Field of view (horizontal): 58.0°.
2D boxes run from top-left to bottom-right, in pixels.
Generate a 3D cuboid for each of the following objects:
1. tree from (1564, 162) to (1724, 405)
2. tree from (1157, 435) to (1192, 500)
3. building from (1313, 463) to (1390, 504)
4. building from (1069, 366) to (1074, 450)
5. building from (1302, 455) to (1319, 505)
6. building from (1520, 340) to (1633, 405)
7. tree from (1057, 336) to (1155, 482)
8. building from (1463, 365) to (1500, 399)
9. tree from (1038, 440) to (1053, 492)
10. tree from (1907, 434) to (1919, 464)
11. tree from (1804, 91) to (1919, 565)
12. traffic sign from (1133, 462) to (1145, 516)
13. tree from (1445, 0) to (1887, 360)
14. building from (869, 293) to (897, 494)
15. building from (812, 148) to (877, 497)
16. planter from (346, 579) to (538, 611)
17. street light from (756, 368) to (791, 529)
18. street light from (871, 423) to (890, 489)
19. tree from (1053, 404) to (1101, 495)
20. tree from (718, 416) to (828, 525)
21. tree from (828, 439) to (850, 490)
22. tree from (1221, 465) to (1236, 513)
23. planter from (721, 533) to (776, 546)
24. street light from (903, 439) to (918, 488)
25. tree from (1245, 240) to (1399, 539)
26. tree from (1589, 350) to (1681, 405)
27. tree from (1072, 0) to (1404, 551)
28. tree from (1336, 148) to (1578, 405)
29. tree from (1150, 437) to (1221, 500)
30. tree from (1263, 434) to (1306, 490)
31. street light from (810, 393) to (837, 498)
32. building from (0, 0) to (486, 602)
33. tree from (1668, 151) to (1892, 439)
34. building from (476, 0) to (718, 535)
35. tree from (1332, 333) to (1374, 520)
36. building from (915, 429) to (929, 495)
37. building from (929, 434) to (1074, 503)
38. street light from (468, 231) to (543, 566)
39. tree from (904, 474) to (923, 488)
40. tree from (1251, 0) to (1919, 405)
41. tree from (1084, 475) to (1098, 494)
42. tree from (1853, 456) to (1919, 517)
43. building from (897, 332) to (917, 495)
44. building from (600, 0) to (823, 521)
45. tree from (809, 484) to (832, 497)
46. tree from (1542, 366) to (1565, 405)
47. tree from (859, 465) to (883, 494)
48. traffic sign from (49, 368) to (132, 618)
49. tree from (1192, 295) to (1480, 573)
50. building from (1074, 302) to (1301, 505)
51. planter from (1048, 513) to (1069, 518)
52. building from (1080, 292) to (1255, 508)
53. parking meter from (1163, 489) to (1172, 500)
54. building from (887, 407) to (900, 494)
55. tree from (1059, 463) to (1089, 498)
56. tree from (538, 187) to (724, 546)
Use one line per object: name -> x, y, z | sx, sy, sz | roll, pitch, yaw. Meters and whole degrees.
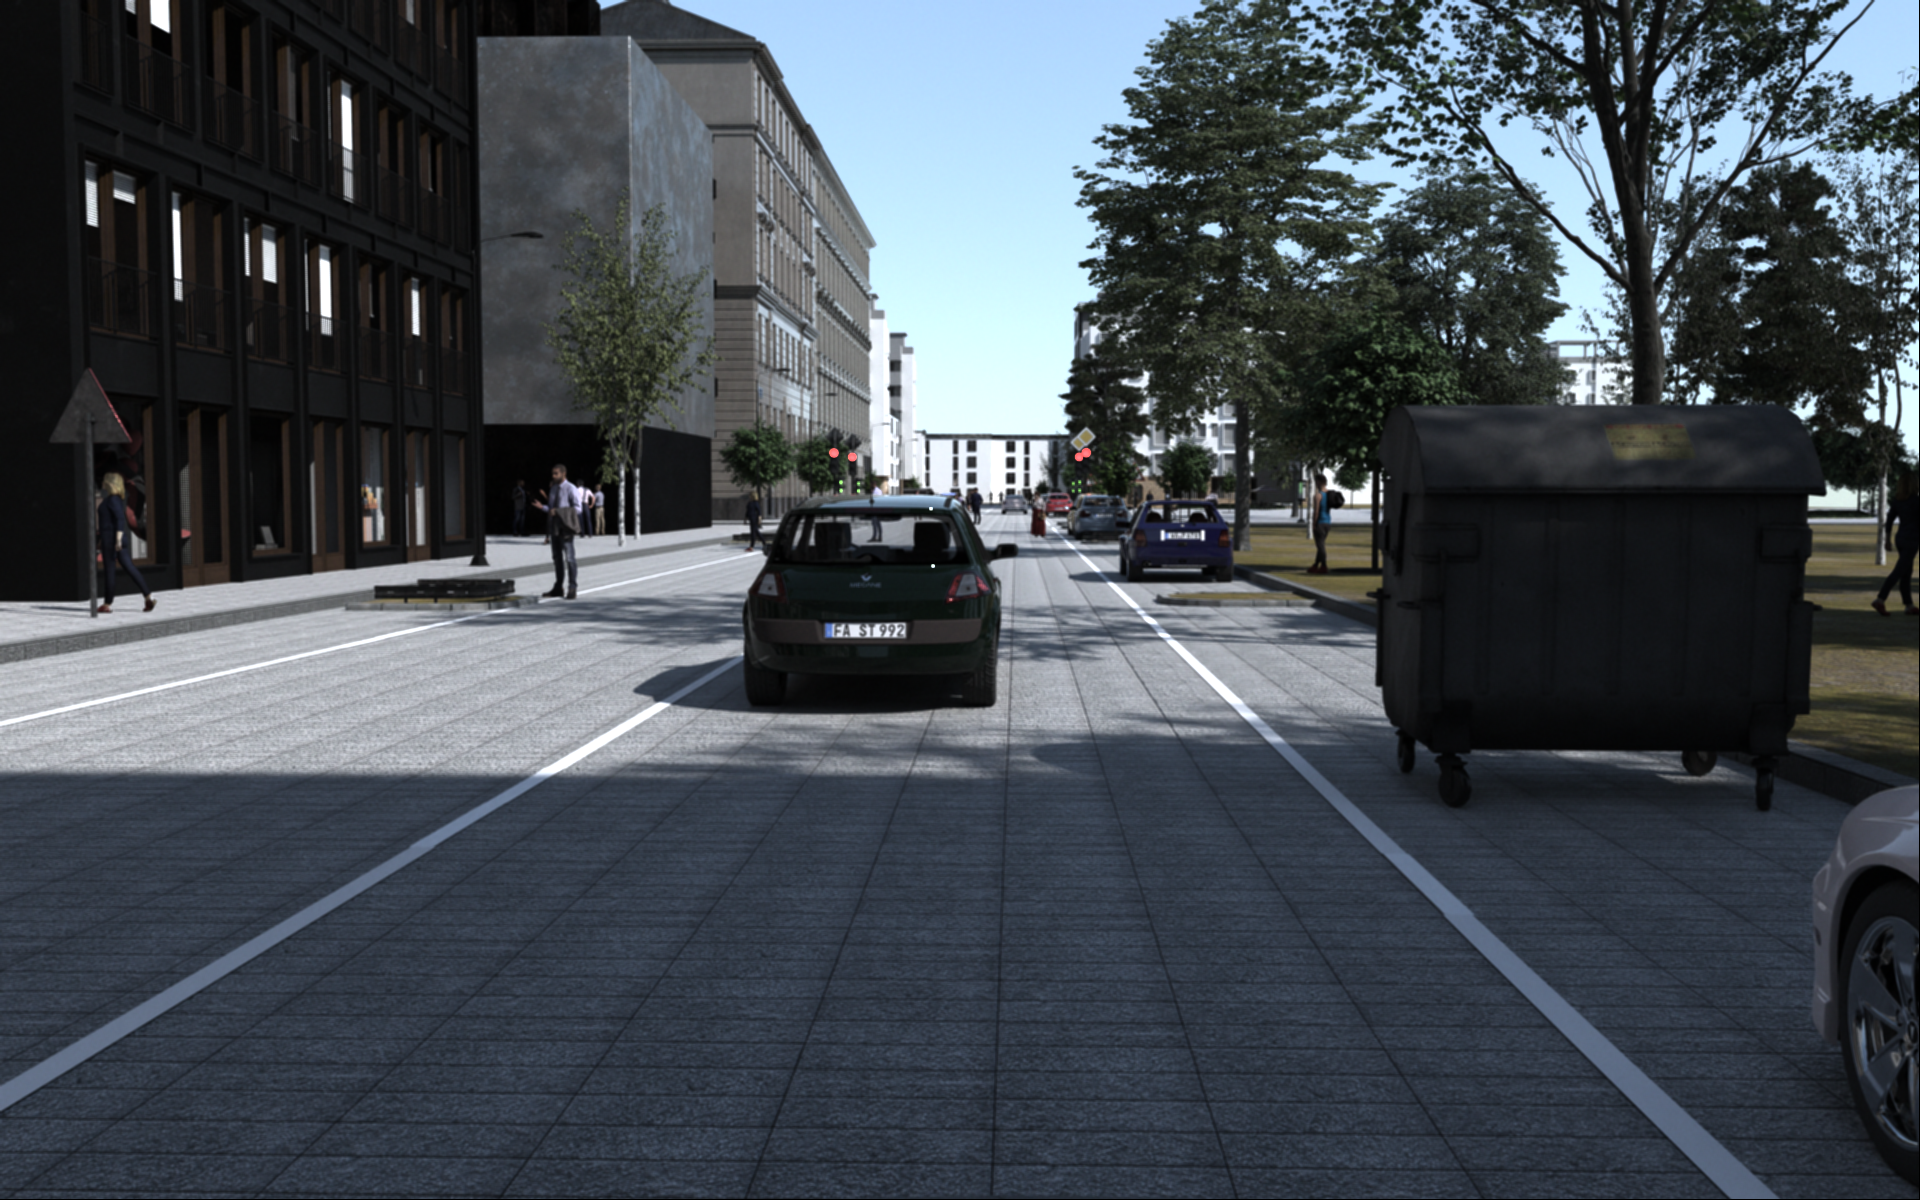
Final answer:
tree -> 16.106, -5.412, 38.844 | 4.360, 8.622, 3.978 | 0, 3, 0
tree -> 12.585, -6.850, 95.706 | 4.285, 4.588, 4.351 | 0, 3, 0
building -> 58.632, -17.202, 223.392 | 28.070, 9.664, 9.099 | 0, 4, 2
building -> 22.151, -22.394, 222.566 | 16.016, 20.091, 11.380 | 0, 4, 2
building -> 38.787, -22.221, 219.733 | 11.380, 20.091, 16.016 | 0, 4, 2
building -> 78.302, -22.158, 218.707 | 11.380, 20.091, 16.016 | 0, 4, 2
tree -> 10.082, -12.098, 119.859 | 6.751, 12.117, 7.091 | 0, 3, 0
building -> 79.370, -23.819, 245.856 | 11.380, 20.091, 16.016 | 0, 4, 2
tree -> 12.638, -17.212, 231.778 | 4.360, 8.622, 3.978 | 0, 3, 0
tree -> 56.675, -9.270, 114.463 | 11.467, 7.101, 20.602 | 2, 4, 33
tree -> 16.457, -4.943, 31.184 | 4.360, 8.622, 3.978 | 0, 3, 0
traffic sign -> 7.108, -4.322, 70.666 | 0.884, 2.594, 0.081 | 0, 4, 3
tree -> 21.857, -11.963, 51.477 | 12.611, 20.169, 13.585 | 0, 3, 0
building -> -14.482, -18.643, 161.234 | 16.016, 20.091, 11.380 | 0, 4, 2
building -> -16.199, -21.553, 128.813 | 17.030, 29.872, 44.131 | 0, 4, 2
planter -> -6.529, -0.066, 22.216 | 1.991, 0.319, 1.994 | 0, 4, 2
street light -> -6.942, -5.594, 64.000 | 1.470, 5.913, 1.316 | 0, 4, 2
street light -> -5.265, -8.603, 113.192 | 1.470, 5.913, 1.316 | 0, 4, 2
tree -> 9.153, -10.985, 129.961 | 4.360, 8.622, 3.978 | 0, 3, 0
tree -> -8.389, -5.422, 72.356 | 4.285, 4.588, 4.351 | 0, 3, 0
tree -> -6.763, -6.250, 85.904 | 4.285, 4.588, 4.351 | 0, 3, 0
tree -> 17.914, -7.412, 115.781 | 1.663, 3.219, 1.824 | 0, 3, 0
planter -> -5.641, -1.718, 49.231 | 1.991, 0.319, 1.994 | 0, 4, 2
street light -> -4.233, -10.638, 146.467 | 1.470, 5.913, 1.316 | 0, 4, 2
tree -> 10.257, -6.057, 49.387 | 4.360, 8.622, 3.978 | 0, 3, 0
tree -> 32.100, -8.031, 81.673 | 4.737, 8.622, 4.395 | 0, 3, 0
tree -> 5.992, -7.397, 39.062 | 7.486, 12.596, 7.792 | 0, 3, 0
tree -> 18.606, -9.711, 65.430 | 9.857, 13.997, 8.962 | 0, 3, 0
tree -> 7.479, -3.899, 58.357 | 1.663, 3.219, 1.824 | 0, 3, 0
tree -> 23.744, -10.585, 123.426 | 4.737, 8.622, 4.395 | 0, 3, 0
street light -> -6.332, -6.558, 79.763 | 1.470, 5.913, 1.316 | 0, 4, 2
building -> -16.362, -12.127, 27.960 | 12.332, 23.373, 15.834 | 0, 4, 2
tree -> 29.910, -9.543, 63.453 | 7.806, 13.903, 7.818 | 0, 3, 0
building -> -18.168, -11.892, 61.883 | 16.811, 18.784, 16.820 | 0, 4, 2
tree -> 20.491, -9.189, 84.648 | 8.767, 10.594, 7.601 | 3, 5, 41
building -> -18.614, -17.337, 225.613 | 28.070, 9.664, 9.099 | 0, 4, 2
building -> 4.511, -18.549, 245.417 | 28.070, 9.664, 9.099 | 0, 4, 2
street light -> -8.045, -3.559, 30.727 | 1.470, 5.913, 1.316 | 0, 4, 2
tree -> -4.433, -10.172, 160.913 | 1.663, 3.219, 1.824 | 0, 3, 0
tree -> 5.808, -5.439, 14.677 | 9.928, 11.665, 9.643 | 0, 3, 0
tree -> 10.687, -8.807, 138.596 | 1.663, 3.219, 1.824 | 0, 3, 0
tree -> 58.091, -11.615, 91.730 | 18.604, 14.587, 13.155 | 2, 4, 25
building -> -12.933, -21.050, 200.580 | 16.016, 20.091, 11.380 | 0, 4, 2
building -> -14.979, -18.162, 94.215 | 12.463, 27.353, 25.104 | 0, 4, 2
tree -> -7.646, -6.016, 92.970 | 1.663, 3.219, 1.824 | 0, 3, 0
tree -> 31.889, -8.784, 93.981 | 4.360, 8.622, 3.978 | 0, 3, 0
tree -> -6.031, -7.386, 115.365 | 1.663, 3.219, 1.824 | 0, 3, 0
traffic sign -> -8.997, -1.096, 17.921 | 0.884, 2.594, 0.081 | 0, 4, 5
tree -> 6.946, -2.743, 28.562 | 4.285, 4.588, 4.351 | 0, 3, 0
building -> 27.057, -21.798, 200.376 | 27.936, 21.610, 32.646 | 0, 4, 2
planter -> 6.292, -5.084, 104.261 | 1.991, 0.319, 1.994 | 0, 4, 2
building -> 19.647, -19.015, 167.316 | 16.016, 20.091, 11.380 | 0, 4, 2
parking meter -> 9.413, -4.294, 78.622 | 0.372, 1.533, 0.369 | 0, 3, 0
building -> -10.768, -14.617, 181.131 | 9.099, 9.664, 28.070 | 0, 4, 2
tree -> 11.195, -10.813, 160.502 | 4.285, 4.588, 4.351 | 0, 3, 0
tree -> -8.196, -5.647, 42.689 | 4.737, 8.622, 4.395 | 0, 3, 0
